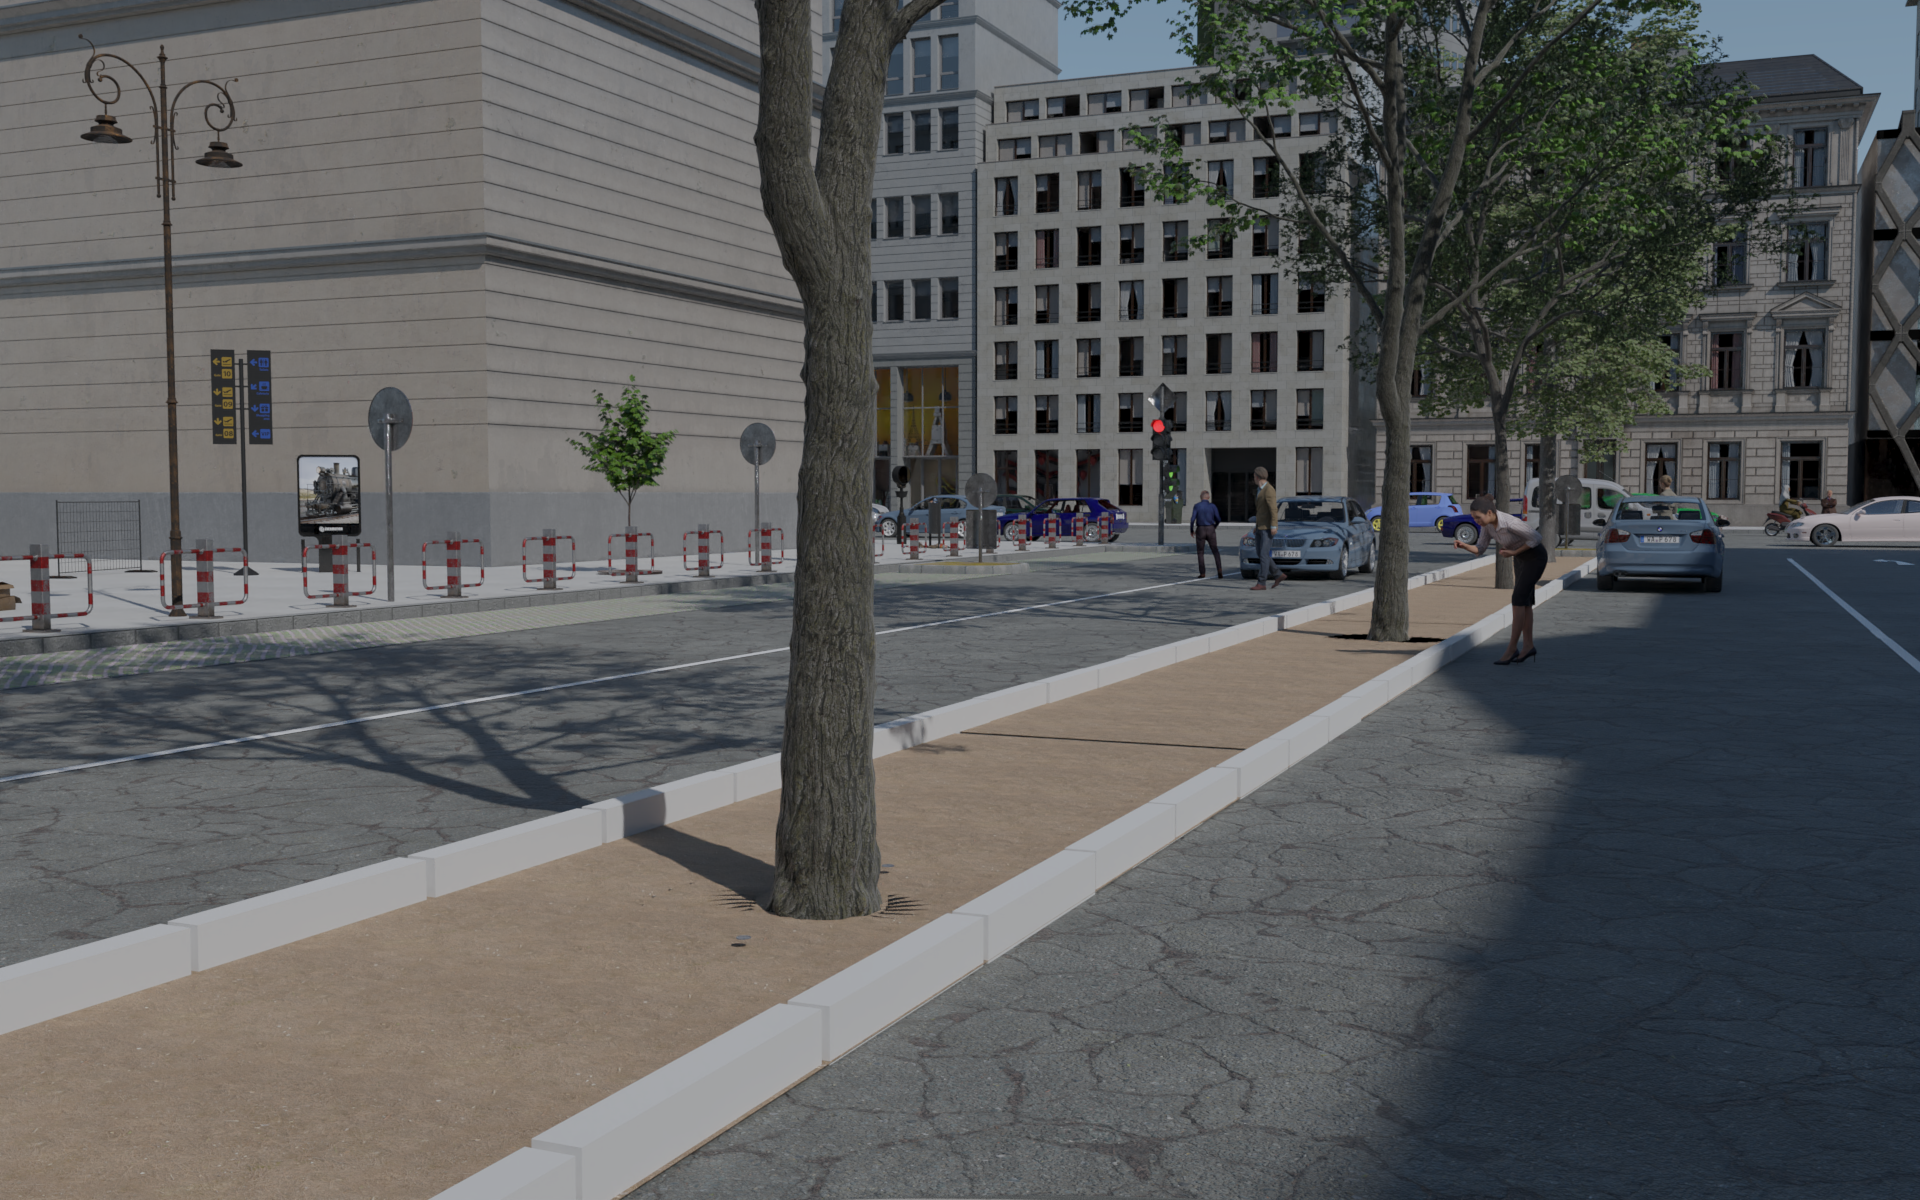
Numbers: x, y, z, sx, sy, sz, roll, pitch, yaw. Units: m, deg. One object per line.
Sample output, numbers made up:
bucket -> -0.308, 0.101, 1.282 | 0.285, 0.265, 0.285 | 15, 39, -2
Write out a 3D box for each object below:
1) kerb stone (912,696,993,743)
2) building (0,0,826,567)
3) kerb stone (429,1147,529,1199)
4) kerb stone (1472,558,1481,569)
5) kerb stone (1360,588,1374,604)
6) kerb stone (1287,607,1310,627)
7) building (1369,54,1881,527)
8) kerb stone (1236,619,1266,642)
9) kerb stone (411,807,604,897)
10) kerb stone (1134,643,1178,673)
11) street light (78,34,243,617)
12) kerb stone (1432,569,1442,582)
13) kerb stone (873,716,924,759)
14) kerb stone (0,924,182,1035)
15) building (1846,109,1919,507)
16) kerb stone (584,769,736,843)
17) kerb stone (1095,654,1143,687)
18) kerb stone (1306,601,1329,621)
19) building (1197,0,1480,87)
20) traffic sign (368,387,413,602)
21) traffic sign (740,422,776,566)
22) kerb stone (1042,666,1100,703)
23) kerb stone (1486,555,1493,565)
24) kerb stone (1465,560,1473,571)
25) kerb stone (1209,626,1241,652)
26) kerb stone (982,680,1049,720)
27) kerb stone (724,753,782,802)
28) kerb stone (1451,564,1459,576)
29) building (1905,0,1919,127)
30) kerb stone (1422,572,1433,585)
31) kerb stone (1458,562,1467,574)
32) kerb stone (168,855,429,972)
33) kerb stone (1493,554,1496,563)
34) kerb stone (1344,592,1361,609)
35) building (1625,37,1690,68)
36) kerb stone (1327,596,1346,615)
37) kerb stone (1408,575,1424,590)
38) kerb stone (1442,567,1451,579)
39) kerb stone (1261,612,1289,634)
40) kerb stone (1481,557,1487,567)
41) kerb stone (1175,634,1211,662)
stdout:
kerb stone -> -0.064, 0.723, 10.371 | 0.120, 0.150, 1.000 | 2, 4, 23
building -> -15.818, -15.442, 39.860 | 23.554, 28.519, 14.401 | 2, 4, 23
kerb stone -> -0.999, 1.179, 2.926 | 0.120, 0.150, 1.000 | 2, 4, 23
kerb stone -> 9.751, -0.661, 33.006 | 0.120, 0.150, 1.000 | 2, 4, 23
kerb stone -> 5.248, -0.025, 22.635 | 0.120, 0.150, 1.000 | 2, 4, 23
kerb stone -> 3.619, 0.205, 18.864 | 0.120, 0.150, 1.000 | 2, 4, 23
building -> 27.673, -12.792, 73.782 | 19.286, 19.102, 10.561 | 2, 4, 23
kerb stone -> 2.795, 0.319, 16.983 | 0.120, 0.150, 1.000 | 2, 4, 23
kerb stone -> -1.706, 0.955, 6.585 | 0.120, 0.150, 1.000 | 2, 4, 23
kerb stone -> 1.561, 0.492, 14.151 | 0.120, 0.150, 1.000 | 2, 4, 23
street light -> -8.204, -2.764, 17.984 | 0.468, 5.910, 1.993 | 2, 4, 23
kerb stone -> 7.705, -0.373, 28.294 | 0.120, 0.150, 1.000 | 2, 4, 23
kerb stone -> -0.474, 0.781, 9.430 | 0.120, 0.150, 1.000 | 2, 4, 23
kerb stone -> -2.530, 1.071, 4.690 | 0.120, 0.150, 1.000 | 2, 4, 23
building -> 45.385, -12.341, 69.231 | 16.811, 18.784, 16.820 | 2, 4, 23
kerb stone -> -1.296, 0.897, 7.537 | 0.120, 0.150, 1.000 | 2, 4, 23
kerb stone -> 1.166, 0.554, 13.205 | 0.120, 0.150, 1.000 | 2, 4, 23
kerb stone -> 4.030, 0.146, 19.808 | 0.120, 0.150, 1.000 | 2, 4, 23
building -> 33.621, -37.048, 147.731 | 21.231, 58.520, 28.212 | 2, 4, 23
traffic sign -> -6.786, -1.252, 20.581 | 0.768, 2.556, 0.104 | 2, 4, 31
traffic sign -> -3.617, -1.879, 30.828 | 0.768, 2.556, 0.104 | 2, 4, 27
kerb stone -> 0.754, 0.608, 12.260 | 0.120, 0.150, 1.000 | 2, 4, 23
kerb stone -> 10.572, -0.769, 34.895 | 0.120, 0.150, 1.000 | 2, 4, 23
kerb stone -> 9.332, -0.602, 32.069 | 0.120, 0.150, 1.000 | 2, 4, 23
kerb stone -> 2.391, 0.381, 16.041 | 0.120, 0.150, 1.000 | 2, 4, 23
kerb stone -> 0.332, 0.665, 11.321 | 0.120, 0.150, 1.000 | 2, 4, 23
kerb stone -> -0.888, 0.843, 8.481 | 0.120, 0.150, 1.000 | 2, 4, 23
kerb stone -> 8.524, -0.487, 30.180 | 0.120, 0.150, 1.000 | 2, 4, 23
building -> 101.731, -34.629, 155.423 | 28.713, 52.752, 27.495 | 2, 4, 23
kerb stone -> 7.297, -0.311, 27.352 | 0.120, 0.150, 1.000 | 2, 4, 23
kerb stone -> 8.929, -0.540, 31.122 | 0.120, 0.150, 1.000 | 2, 4, 23
kerb stone -> -2.124, 1.013, 5.637 | 0.120, 0.150, 1.000 | 2, 4, 23
kerb stone -> 10.976, -0.834, 35.838 | 0.120, 0.150, 1.000 | 2, 4, 23
kerb stone -> 4.840, 0.034, 21.694 | 0.120, 0.150, 1.000 | 2, 4, 23
building -> 80.995, -42.046, 229.458 | 28.212, 58.520, 21.231 | 2, 4, 23
kerb stone -> 4.433, 0.089, 20.752 | 0.120, 0.150, 1.000 | 2, 4, 23
kerb stone -> 6.893, -0.251, 26.409 | 0.120, 0.150, 1.000 | 2, 4, 23
kerb stone -> 8.110, -0.431, 29.236 | 0.120, 0.150, 1.000 | 2, 4, 23
kerb stone -> 3.203, 0.261, 17.925 | 0.120, 0.150, 1.000 | 2, 4, 23
kerb stone -> 10.158, -0.718, 33.947 | 0.120, 0.150, 1.000 | 2, 4, 23
kerb stone -> 1.973, 0.436, 15.103 | 0.120, 0.150, 1.000 | 2, 4, 23
